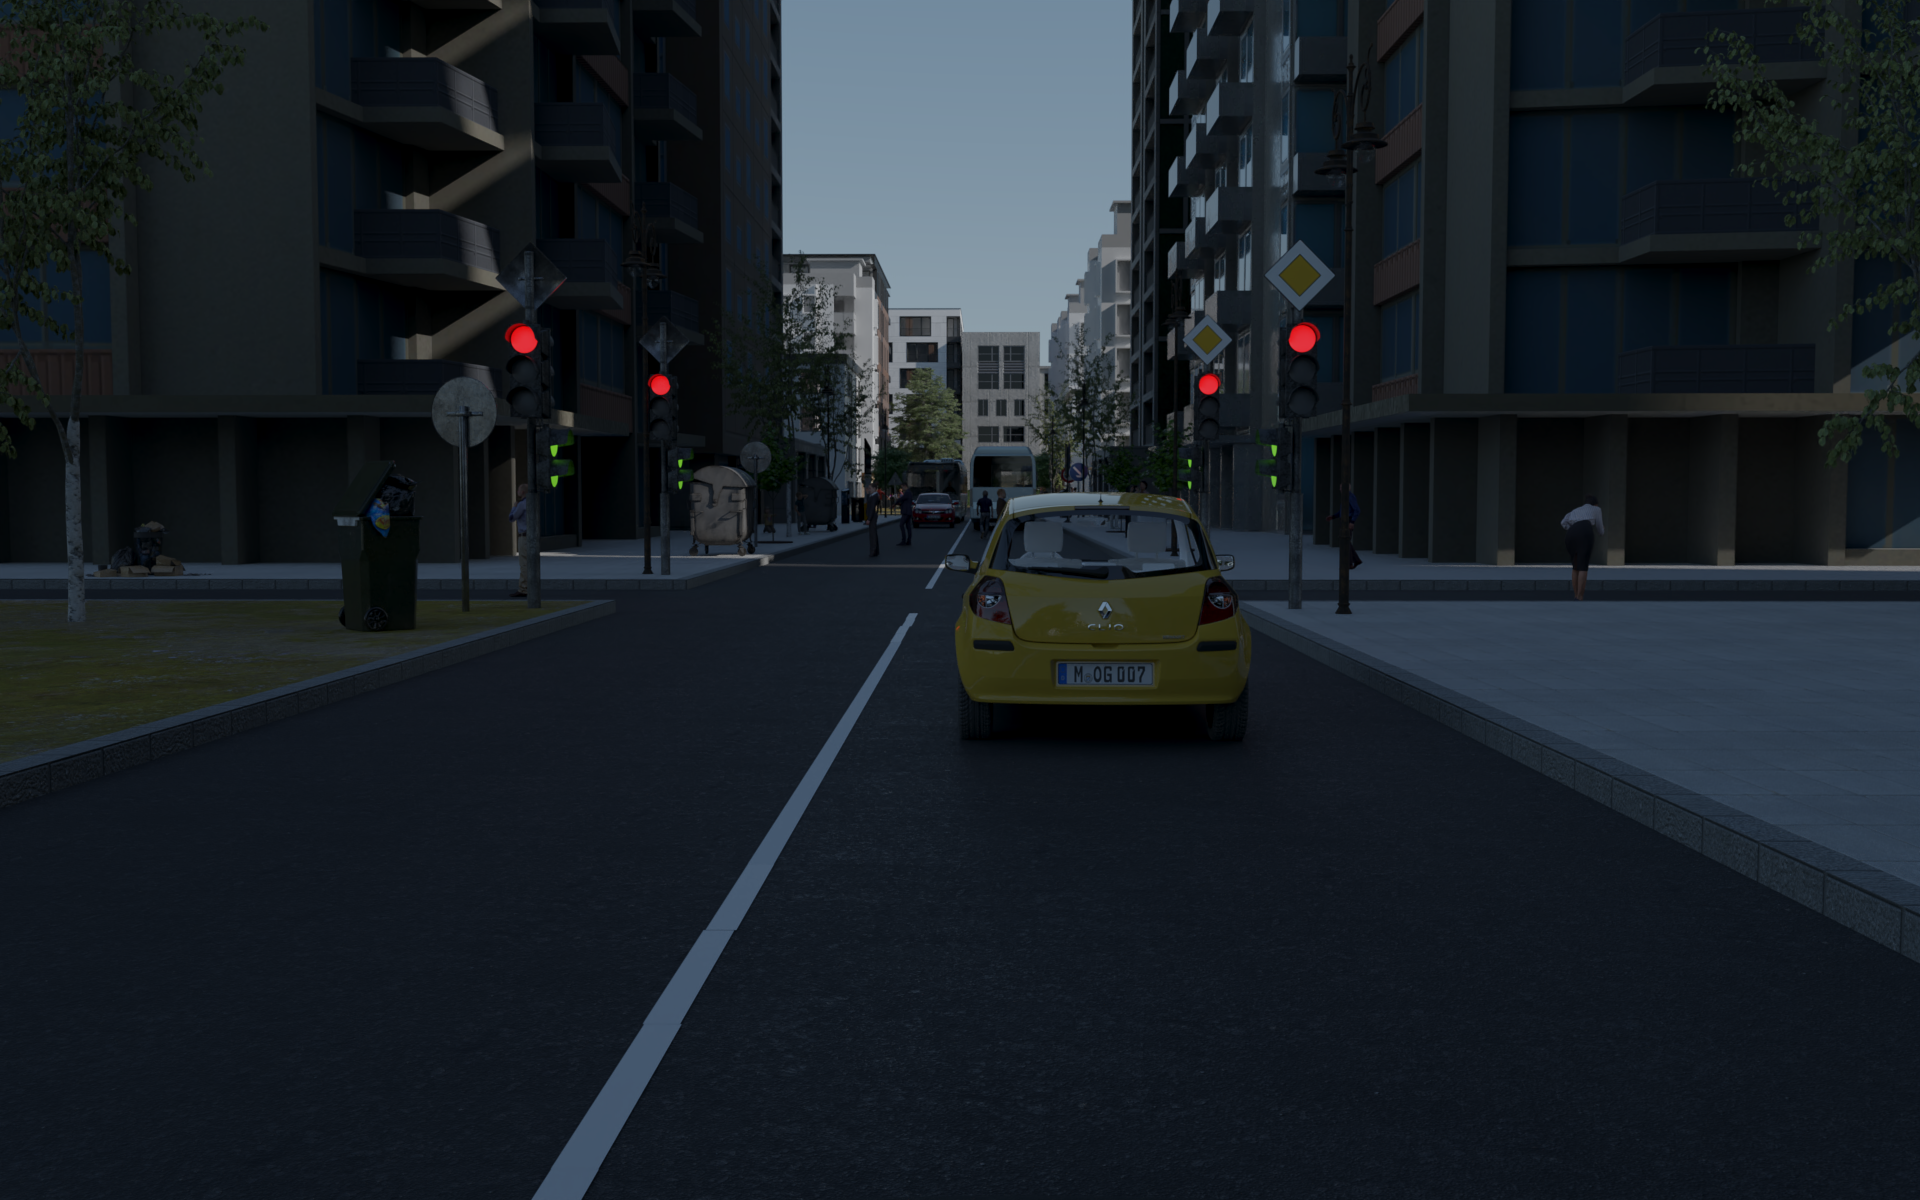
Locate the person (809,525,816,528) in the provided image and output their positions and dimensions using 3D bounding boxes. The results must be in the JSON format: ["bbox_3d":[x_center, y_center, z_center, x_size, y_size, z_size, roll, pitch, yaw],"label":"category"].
[{"bbox_3d":[-5.539,-3.555,65.105,0.436,1.711,0.756,-2,4,-30],"label":"person"}]

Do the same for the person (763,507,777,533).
[{"bbox_3d":[-6.240,-2.625,56.887,0.347,0.859,0.695,-2,4,-29],"label":"person"}]

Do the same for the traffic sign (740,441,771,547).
[{"bbox_3d":[-4.946,-2.556,41.904,0.768,2.556,0.104,0,4,3],"label":"traffic sign"}]

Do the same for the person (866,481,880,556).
[{"bbox_3d":[-2.097,-1.873,39.934,0.445,1.727,0.742,-2,4,-33],"label":"person"}]

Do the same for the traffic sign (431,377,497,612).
[{"bbox_3d":[-5.393,-1.145,18.824,0.768,2.556,0.104,1,4,10],"label":"traffic sign"}]

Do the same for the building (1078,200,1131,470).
[{"bbox_3d":[16.523,-15.957,117.321,16.016,20.091,11.380,0,4,1],"label":"building"}]

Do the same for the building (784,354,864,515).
[{"bbox_3d":[-11.085,-10.733,117.639,9.099,9.664,28.070,0,4,1],"label":"building"}]

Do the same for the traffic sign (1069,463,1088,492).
[{"bbox_3d":[4.821,-4.303,70.454,0.768,2.556,0.104,0,4,3],"label":"traffic sign"}]

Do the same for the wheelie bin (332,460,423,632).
[{"bbox_3d":[-5.507,-0.521,16.427,0.693,1.594,0.980,-3,5,-41],"label":"wheelie bin"}]

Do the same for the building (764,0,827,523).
[{"bbox_3d":[-17.214,-39.481,83.765,20.563,71.187,20.611,0,4,1],"label":"building"}]

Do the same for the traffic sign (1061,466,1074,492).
[{"bbox_3d":[5.011,-4.854,79.464,0.768,2.556,0.104,0,4,8],"label":"traffic sign"}]

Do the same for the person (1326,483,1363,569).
[{"bbox_3d":[6.531,-1.269,29.480,0.600,1.496,0.574,1,4,19],"label":"person"}]

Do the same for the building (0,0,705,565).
[{"bbox_3d":[-18.788,-23.780,43.432,22.147,44.769,28.867,0,4,1],"label":"building"}]

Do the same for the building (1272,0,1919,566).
[{"bbox_3d":[22.299,-23.509,38.993,28.867,44.769,22.147,0,4,1],"label":"building"}]

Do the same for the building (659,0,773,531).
[{"bbox_3d":[-15.022,-25.443,66.098,14.600,45.320,14.200,0,4,1],"label":"building"}]

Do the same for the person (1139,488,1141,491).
[{"bbox_3d":[7.208,-3.768,69.864,0.471,1.553,0.569,1,4,10],"label":"person"}]

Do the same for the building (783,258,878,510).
[{"bbox_3d":[-14.423,-17.170,137.150,16.016,20.091,11.380,0,4,1],"label":"building"}]

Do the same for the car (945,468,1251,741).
[{"bbox_3d":[0.879,-0.078,11.502,2.015,1.641,3.980,0,4,2],"label":"car"}]

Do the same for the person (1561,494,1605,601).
[{"bbox_3d":[7.856,-0.614,21.730,0.628,1.438,0.799,0,4,4],"label":"person"}]

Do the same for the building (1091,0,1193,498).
[{"bbox_3d":[17.903,-39.895,90.542,20.563,71.187,20.611,0,4,1],"label":"building"}]

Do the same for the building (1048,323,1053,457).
[{"bbox_3d":[16.706,-19.126,169.125,16.016,20.091,11.380,0,4,1],"label":"building"}]

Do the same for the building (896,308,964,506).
[{"bbox_3d":[-16.005,-22.051,204.513,32.646,21.610,27.936,0,4,1],"label":"building"}]

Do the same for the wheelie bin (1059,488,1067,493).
[{"bbox_3d":[5.686,-5.234,93.486,0.693,1.594,0.980,-1,4,-12],"label":"wheelie bin"}]

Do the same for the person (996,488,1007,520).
[{"bbox_3d":[0.944,-1.533,35.842,0.388,1.546,0.482,0,4,-4],"label":"person"}]

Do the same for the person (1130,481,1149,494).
[{"bbox_3d":[4.849,-2.405,46.826,0.566,1.644,0.517,-1,4,-19],"label":"person"}]

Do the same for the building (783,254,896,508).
[{"bbox_3d":[-23.288,-19.426,161.586,32.646,21.610,27.936,0,4,1],"label":"building"}]

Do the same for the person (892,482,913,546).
[{"bbox_3d":[-1.613,-2.405,48.263,0.568,1.767,0.683,1,4,11],"label":"person"}]

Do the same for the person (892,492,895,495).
[{"bbox_3d":[-7.106,-10.510,177.510,1.348,1.869,0.705,1,4,20],"label":"person"}]

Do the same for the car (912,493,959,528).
[{"bbox_3d":[-1.117,-4.006,74.539,2.155,1.783,4.494,0,4,0],"label":"car"}]

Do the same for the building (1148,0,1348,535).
[{"bbox_3d":[19.949,-27.284,65.699,23.786,49.044,30.456,0,4,1],"label":"building"}]

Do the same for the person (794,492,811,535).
[{"bbox_3d":[-4.960,-2.726,54.520,0.340,1.345,0.435,3,4,36],"label":"person"}]

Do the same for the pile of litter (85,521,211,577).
[{"bbox_3d":[-12.704,-0.804,27.118,1.719,0.858,1.176,0,4,0],"label":"pile of litter"}]

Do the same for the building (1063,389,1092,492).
[{"bbox_3d":[13.402,-11.993,138.239,9.099,9.664,28.070,0,4,1],"label":"building"}]

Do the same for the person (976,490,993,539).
[{"bbox_3d":[0.732,-2.740,55.505,0.569,1.553,0.471,2,4,35],"label":"person"}]

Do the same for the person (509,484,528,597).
[{"bbox_3d":[-6.107,-0.838,24.267,0.319,1.574,0.516,2,4,23],"label":"person"}]

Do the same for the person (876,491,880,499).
[{"bbox_3d":[-4.824,-5.466,96.349,0.756,1.711,0.436,0,4,0],"label":"person"}]

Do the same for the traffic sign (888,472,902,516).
[{"bbox_3d":[-3.767,-6.167,100.833,0.884,2.594,0.081,0,4,3],"label":"traffic sign"}]

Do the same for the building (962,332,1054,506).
[{"bbox_3d":[16.141,-20.225,197.143,31.486,18.905,16.747,0,4,1],"label":"building"}]

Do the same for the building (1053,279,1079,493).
[{"bbox_3d":[16.983,-18.431,157.761,16.016,20.091,11.380,0,4,1],"label":"building"}]

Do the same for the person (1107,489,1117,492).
[{"bbox_3d":[5.690,-3.493,63.872,0.376,1.734,0.841,-2,4,-31],"label":"person"}]
